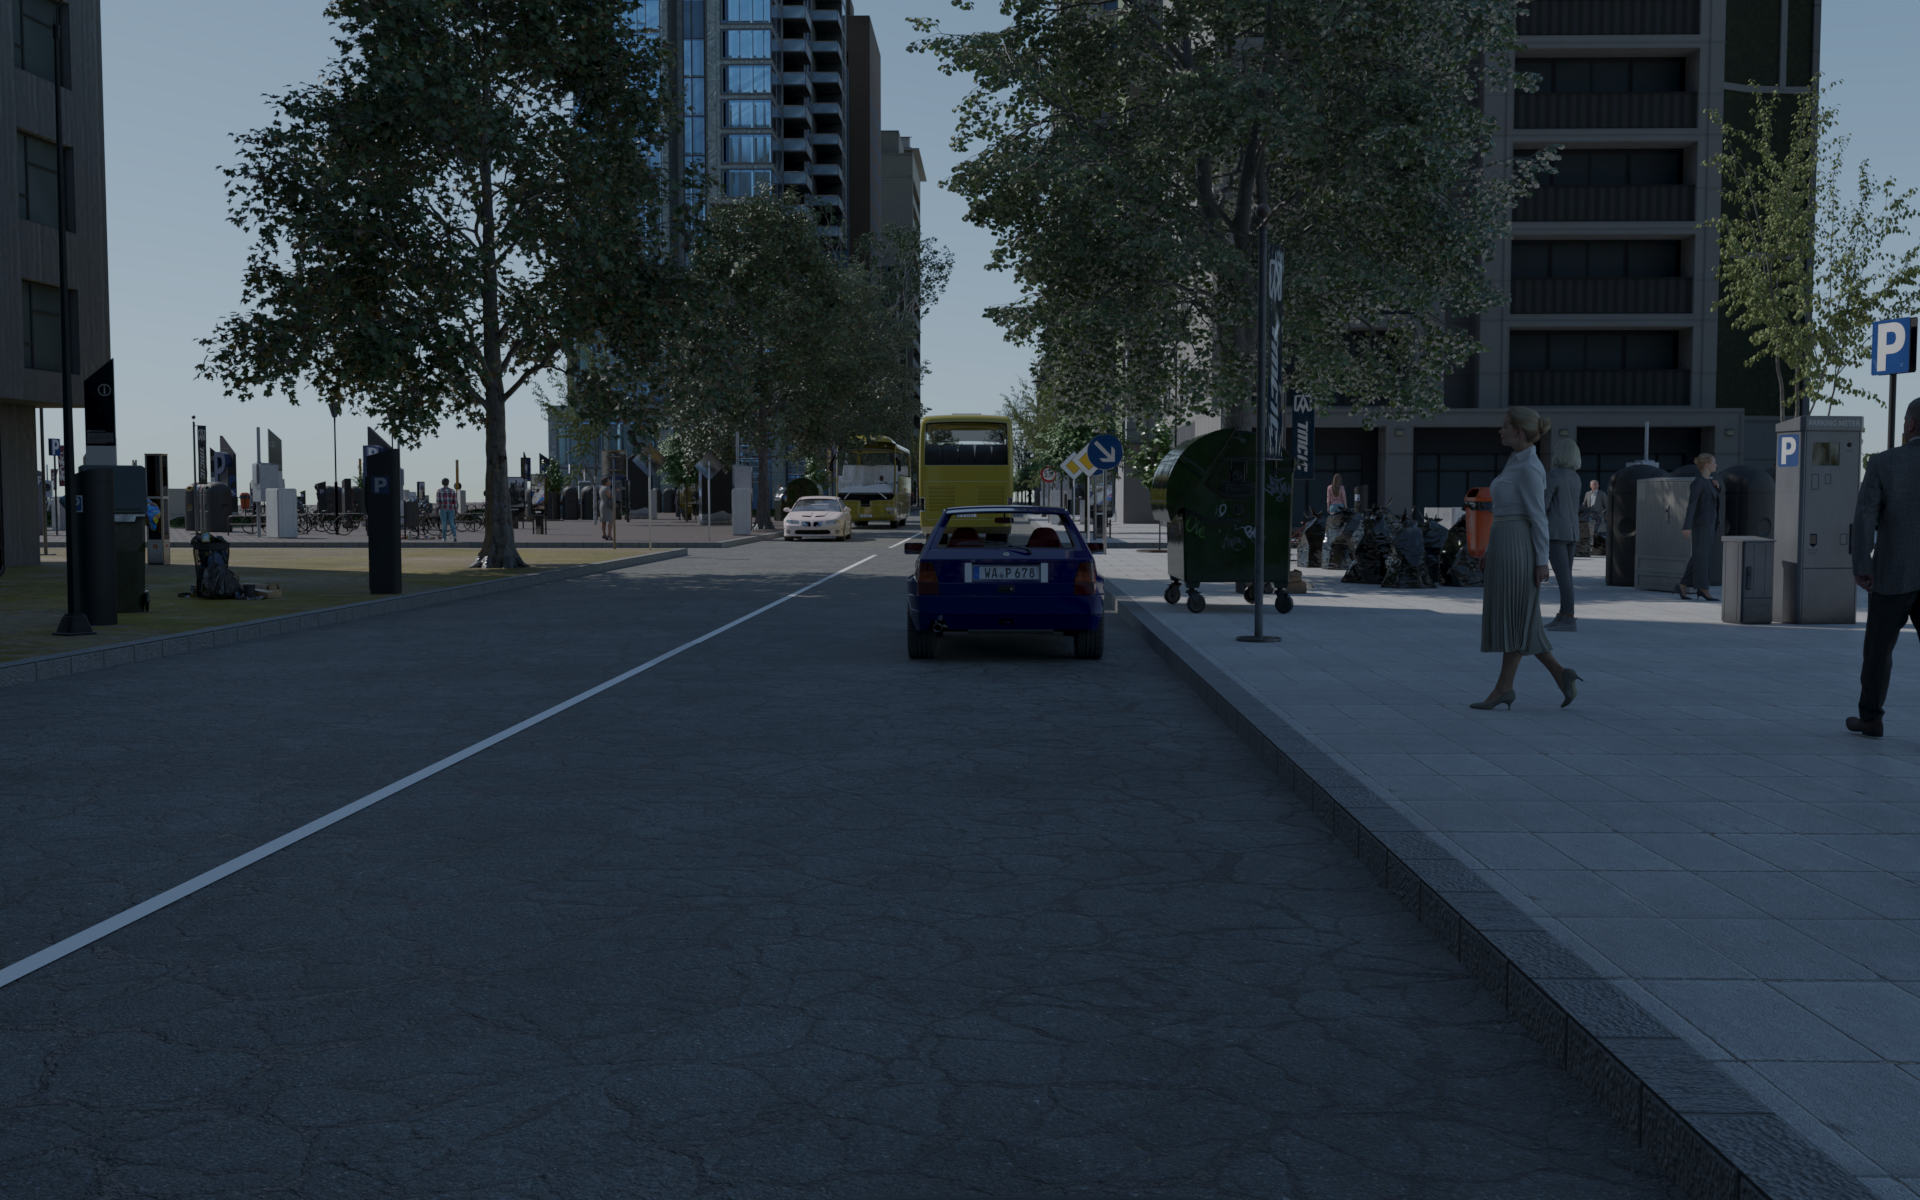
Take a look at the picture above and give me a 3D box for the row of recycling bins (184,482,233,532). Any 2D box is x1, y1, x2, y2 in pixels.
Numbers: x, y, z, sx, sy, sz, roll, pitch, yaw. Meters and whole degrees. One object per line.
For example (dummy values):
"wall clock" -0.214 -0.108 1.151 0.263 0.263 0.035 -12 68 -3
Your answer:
"row of recycling bins" -25.788 -3.204 59.492 1.069 1.692 3.534 -3 4 -36

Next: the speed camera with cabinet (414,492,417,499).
"speed camera with cabinet" -38.599 -7.661 119.593 2.038 3.252 0.660 -1 4 -12

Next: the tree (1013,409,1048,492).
"tree" 6.200 -11.805 143.366 4.360 8.622 3.978 0 3 0

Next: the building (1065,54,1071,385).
"building" 16.643 -29.084 159.122 14.154 41.232 14.086 0 4 1

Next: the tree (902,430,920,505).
"tree" -4.358 -14.335 184.732 4.737 8.622 4.395 0 3 0

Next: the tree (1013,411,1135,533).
"tree" 4.281 -4.539 57.922 4.285 4.588 4.351 0 3 0

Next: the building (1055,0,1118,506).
"building" 20.394 -39.015 179.895 21.231 58.520 28.212 0 4 1

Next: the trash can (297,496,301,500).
"trash can" -45.415 -6.541 118.596 0.748 1.137 0.748 0 3 0

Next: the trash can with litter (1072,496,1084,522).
"trash can with litter" 5.904 -4.267 80.816 2.233 1.210 1.678 0 4 -1

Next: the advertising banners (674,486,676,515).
"advertising banners" -17.852 -6.906 109.106 0.090 3.025 2.074 0 4 1

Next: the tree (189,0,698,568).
"tree" -8.196 -6.909 29.963 9.611 12.733 9.660 0 3 0

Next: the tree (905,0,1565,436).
"tree" 4.215 -7.336 26.604 9.857 13.997 8.962 0 3 0

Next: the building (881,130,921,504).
"building" -16.469 -37.348 234.334 21.300 48.544 21.600 0 4 1

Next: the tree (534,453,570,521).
"tree" -19.374 -5.369 82.381 1.663 3.219 1.824 0 3 0

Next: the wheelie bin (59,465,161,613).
"wheelie bin" -9.232 -0.668 18.827 0.980 1.594 0.693 -2 4 -28

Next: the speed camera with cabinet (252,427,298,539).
"speed camera with cabinet" -20.078 -3.448 50.718 0.660 3.252 2.038 -3 5 -42

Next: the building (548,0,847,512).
"building" -19.271 -50.421 137.053 22.319 86.520 31.000 0 4 1

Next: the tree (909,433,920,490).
"tree" -4.816 -14.964 195.023 4.360 8.622 3.978 0 3 0

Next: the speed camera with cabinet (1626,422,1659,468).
"speed camera with cabinet" 19.413 -3.263 47.682 2.038 3.252 0.660 -1 4 -9

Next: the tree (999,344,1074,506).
"tree" 4.297 -8.091 82.649 4.737 8.622 4.395 0 3 0

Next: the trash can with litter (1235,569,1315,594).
"trash can with litter" 4.011 -0.675 22.416 1.055 1.170 0.624 -1 4 -10

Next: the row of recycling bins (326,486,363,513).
"row of recycling bins" -31.146 -4.894 87.127 1.069 1.692 3.534 0 4 7

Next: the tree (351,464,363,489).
"tree" -33.020 -6.258 96.917 1.663 3.219 1.824 0 3 0

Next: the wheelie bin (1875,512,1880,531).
"wheelie bin" 31.947 -3.161 59.588 0.693 1.594 0.980 -2 4 -24

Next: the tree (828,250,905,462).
"tree" -7.158 -8.931 63.036 9.611 12.733 9.660 0 3 0

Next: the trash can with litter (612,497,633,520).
"trash can with litter" -16.838 -4.581 86.278 1.055 1.170 0.624 0 4 -1

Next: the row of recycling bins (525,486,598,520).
"row of recycling bins" -19.848 -4.848 86.372 3.534 1.692 1.069 -1 4 -14

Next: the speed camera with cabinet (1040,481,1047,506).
"speed camera with cabinet" 5.094 -6.682 103.586 0.660 3.252 2.038 0 4 1

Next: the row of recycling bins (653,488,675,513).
"row of recycling bins" -19.455 -6.822 118.659 3.534 1.692 1.069 0 4 0

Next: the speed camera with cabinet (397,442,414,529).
"speed camera with cabinet" -20.347 -4.176 62.608 0.660 3.252 2.038 -1 4 -9

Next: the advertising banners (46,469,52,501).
"advertising banners" -63.187 -7.535 119.385 0.090 3.025 2.074 3 5 41

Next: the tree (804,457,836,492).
"tree" -6.719 -5.143 78.690 1.663 3.219 1.824 0 3 0

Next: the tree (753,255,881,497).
"tree" -6.231 -11.339 92.048 9.857 13.997 8.962 0 3 0

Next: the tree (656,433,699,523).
"tree" -12.497 -5.804 78.606 4.285 4.588 4.351 0 3 0

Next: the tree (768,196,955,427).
"tree" -7.155 -15.623 111.330 12.611 20.169 13.585 0 3 0

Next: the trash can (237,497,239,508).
"trash can" -37.886 -4.800 90.130 0.748 1.137 0.748 0 3 0

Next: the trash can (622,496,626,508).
"trash can" -21.375 -6.060 110.741 0.748 1.137 0.748 0 3 0

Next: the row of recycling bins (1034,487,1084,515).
"row of recycling bins" 6.152 -6.168 107.956 3.534 1.692 1.069 2 4 34

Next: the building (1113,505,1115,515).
"building" 24.506 -25.533 109.345 32.217 40.220 23.993 0 4 1

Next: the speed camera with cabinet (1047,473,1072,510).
"speed camera with cabinet" 4.324 -4.857 73.744 0.660 3.252 2.038 1 4 14

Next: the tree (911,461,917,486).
"tree" -5.123 -9.704 142.379 4.285 4.588 4.351 0 3 0

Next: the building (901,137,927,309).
"building" -19.771 -40.961 258.948 28.713 52.752 27.495 0 4 1

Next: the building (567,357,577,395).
"building" -23.834 -29.872 180.293 32.217 40.220 23.993 0 4 1

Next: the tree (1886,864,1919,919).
"tree" 3.421 -5.786 4.965 12.009 13.543 11.850 0 3 0

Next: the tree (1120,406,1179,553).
"tree" 4.467 -2.655 38.011 1.663 3.219 1.824 0 3 0

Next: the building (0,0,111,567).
"building" -22.791 -15.651 27.604 14.107 30.474 14.160 0 4 1

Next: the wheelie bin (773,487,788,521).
"wheelie bin" -8.444 -4.554 82.373 0.693 1.594 0.980 -3 5 -44

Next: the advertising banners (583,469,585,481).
"advertising banners" -25.450 -7.471 118.331 0.090 3.025 2.074 -2 4 -29

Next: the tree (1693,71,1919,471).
"tree" 14.908 -4.903 30.527 4.737 8.622 4.395 0 3 0

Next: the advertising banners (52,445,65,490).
"advertising banners" -31.619 -4.052 62.437 0.090 3.025 2.074 2 4 30

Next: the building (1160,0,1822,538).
"building" 18.009 -37.878 57.563 20.611 71.187 20.563 0 4 1

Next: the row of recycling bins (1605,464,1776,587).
"row of recycling bins" 10.750 -1.073 24.649 3.534 1.692 1.069 -2 4 -23

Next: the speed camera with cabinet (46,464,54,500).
"speed camera with cabinet" -61.549 -7.400 115.317 2.038 3.252 0.660 -1 4 -18

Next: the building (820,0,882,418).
"building" -14.673 -31.233 160.766 14.600 45.320 14.200 0 4 1

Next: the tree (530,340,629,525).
"tree" -15.607 -7.494 72.885 4.737 8.622 4.395 0 3 0

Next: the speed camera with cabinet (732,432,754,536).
"speed camera with cabinet" -6.813 -3.669 54.328 0.660 3.252 2.038 0 4 -5

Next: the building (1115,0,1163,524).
"building" 14.198 -24.241 79.931 14.154 41.232 14.086 0 4 1

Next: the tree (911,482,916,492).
"tree" -4.858 -9.771 154.360 1.663 3.219 1.824 0 3 0
